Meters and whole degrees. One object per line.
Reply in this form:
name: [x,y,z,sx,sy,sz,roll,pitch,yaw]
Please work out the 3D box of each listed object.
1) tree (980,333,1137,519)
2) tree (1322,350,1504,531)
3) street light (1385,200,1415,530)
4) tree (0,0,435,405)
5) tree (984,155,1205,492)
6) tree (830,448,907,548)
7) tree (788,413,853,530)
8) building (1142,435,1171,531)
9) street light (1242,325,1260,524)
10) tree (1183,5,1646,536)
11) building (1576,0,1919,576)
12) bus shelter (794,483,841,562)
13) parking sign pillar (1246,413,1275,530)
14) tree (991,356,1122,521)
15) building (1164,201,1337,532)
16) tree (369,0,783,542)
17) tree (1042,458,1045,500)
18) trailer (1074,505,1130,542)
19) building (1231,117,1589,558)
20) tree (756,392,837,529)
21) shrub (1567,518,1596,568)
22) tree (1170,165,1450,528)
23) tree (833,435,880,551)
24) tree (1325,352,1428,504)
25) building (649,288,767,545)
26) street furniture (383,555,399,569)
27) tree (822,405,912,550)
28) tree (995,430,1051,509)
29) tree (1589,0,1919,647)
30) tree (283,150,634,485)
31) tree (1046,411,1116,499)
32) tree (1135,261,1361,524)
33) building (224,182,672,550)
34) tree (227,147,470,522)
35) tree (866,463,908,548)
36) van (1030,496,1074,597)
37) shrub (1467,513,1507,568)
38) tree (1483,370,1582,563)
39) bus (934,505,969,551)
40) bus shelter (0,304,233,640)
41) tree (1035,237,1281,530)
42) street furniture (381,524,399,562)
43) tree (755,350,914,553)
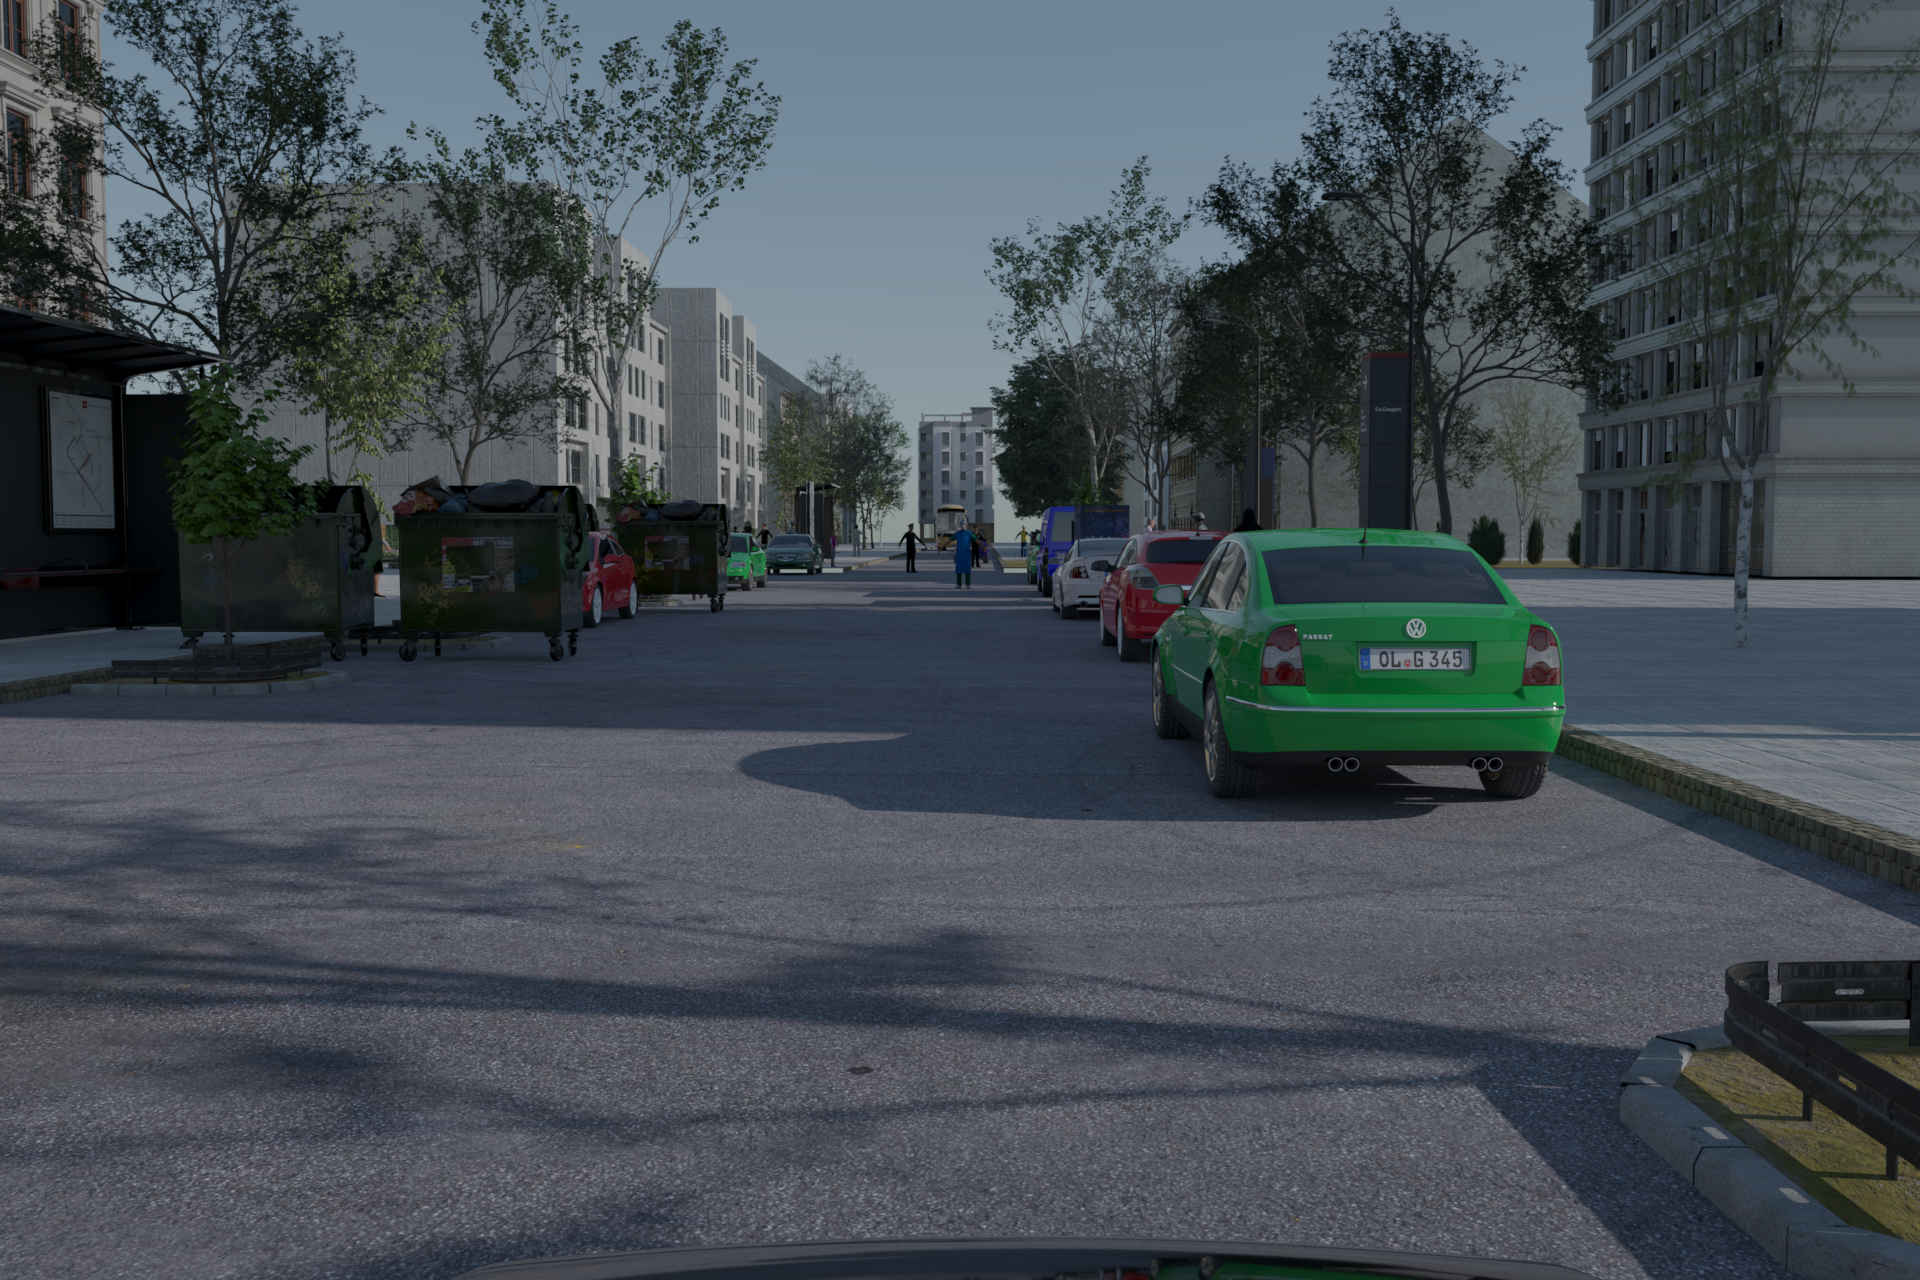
tree: [6.447,-12.420,109.728,9.857,13.997,8.962,0,3,0]
tree: [22.034,-9.117,83.475,8.767,10.594,7.601,0,4,-7]
street light: [6.666,-3.121,23.567,1.470,5.913,1.316,0,4,1]
tree: [-12.158,-5.670,27.113,8.767,10.594,7.601,0,4,3]
tree: [7.124,-14.229,88.526,12.611,20.169,13.585,0,3,0]
tree: [-8.107,-13.456,154.419,7.601,10.594,8.767,1,4,17]
tree: [-8.130,-9.439,104.694,4.360,8.622,3.978,0,3,0]
building: [20.918,-12.336,143.840,9.099,9.664,28.070,0,4,1]
street light: [6.993,-3.976,37.554,1.470,5.913,1.316,0,4,1]
tree: [8.454,-5.879,30.538,8.767,10.594,7.601,-3,4,-37]
building: [26.702,-12.744,55.037,8.464,21.280,15.925,0,4,1]
bus shelter: [-6.792,-5.607,82.962,1.731,3.624,6.357,0,3,0]
parking sign pillar: [6.777,-3.105,39.245,1.447,3.967,1.447,0,4,1]
tree: [6.768,-13.151,121.668,9.857,13.997,8.962,0,3,0]
building: [24.693,-17.664,119.730,19.493,23.208,18.063,0,4,1]
tree: [-13.395,-12.461,59.626,12.611,20.169,13.585,0,3,0]
tree: [8.022,-13.373,153.065,8.767,10.594,7.601,0,4,-6]
trailer: [2.882,-1.768,35.959,1.471,1.999,3.904,0,4,1]
building: [26.397,-16.483,100.432,19.493,23.208,18.063,0,4,1]
tree: [-8.819,-8.590,90.802,4.737,8.622,4.395,0,3,0]
shrub: [23.659,-3.741,65.205,1.661,2.075,1.752,0,3,0]
tree: [8.847,-6.720,44.286,7.601,10.594,8.767,1,4,12]
tree: [-7.854,-10.890,128.411,4.737,8.622,4.395,0,3,0]
tree: [16.740,-7.358,70.662,4.737,8.622,4.395,0,3,0]
building: [-25.826,-16.752,140.345,16.747,18.905,31.486,0,3,0]
street furniture: [-17.264,-3.508,64.212,11.010,1.723,9.812,2,4,32]
tree: [-7.605,-13.040,138.958,9.928,11.665,9.643,0,3,0]
tree: [8.394,-15.808,168.836,12.009,13.543,11.850,0,3,0]
tree: [8.667,-4.217,19.305,4.360,8.622,3.978,0,3,0]
tree: [-12.486,-6.635,42.898,8.767,10.594,7.601,-1,4,-16]
tree: [6.721,-9.262,101.797,4.360,8.622,3.978,0,3,0]
tree: [9.401,-7.441,56.079,7.601,10.594,8.767,-3,5,-41]
building: [-28.443,-14.483,103.252,16.747,18.905,31.486,0,4,1]
tree: [-12.069,-5.112,33.941,4.737,8.622,4.395,0,3,0]
tree: [-7.256,-12.950,162.100,4.737,8.622,4.395,0,3,0]
van: [2.827,-2.247,41.119,2.240,2.365,5.245,0,4,0]
shrub: [19.722,-3.731,65.046,1.661,2.075,1.752,0,3,0]
tree: [24.558,-7.673,75.823,4.360,8.622,3.978,0,3,0]
bus: [-0.676,-9.625,148.918,2.896,3.916,12.252,0,4,1]
bus shelter: [-10.596,-1.762,20.097,1.731,3.624,6.357,0,4,1]
tree: [8.353,-9.932,72.750,12.009,13.543,11.850,0,3,0]
street furniture: [-27.148,-4.360,78.138,9.812,1.723,11.010,-1,4,-12]
tree: [-8.632,-12.604,116.453,12.009,13.543,11.850,0,3,0]
